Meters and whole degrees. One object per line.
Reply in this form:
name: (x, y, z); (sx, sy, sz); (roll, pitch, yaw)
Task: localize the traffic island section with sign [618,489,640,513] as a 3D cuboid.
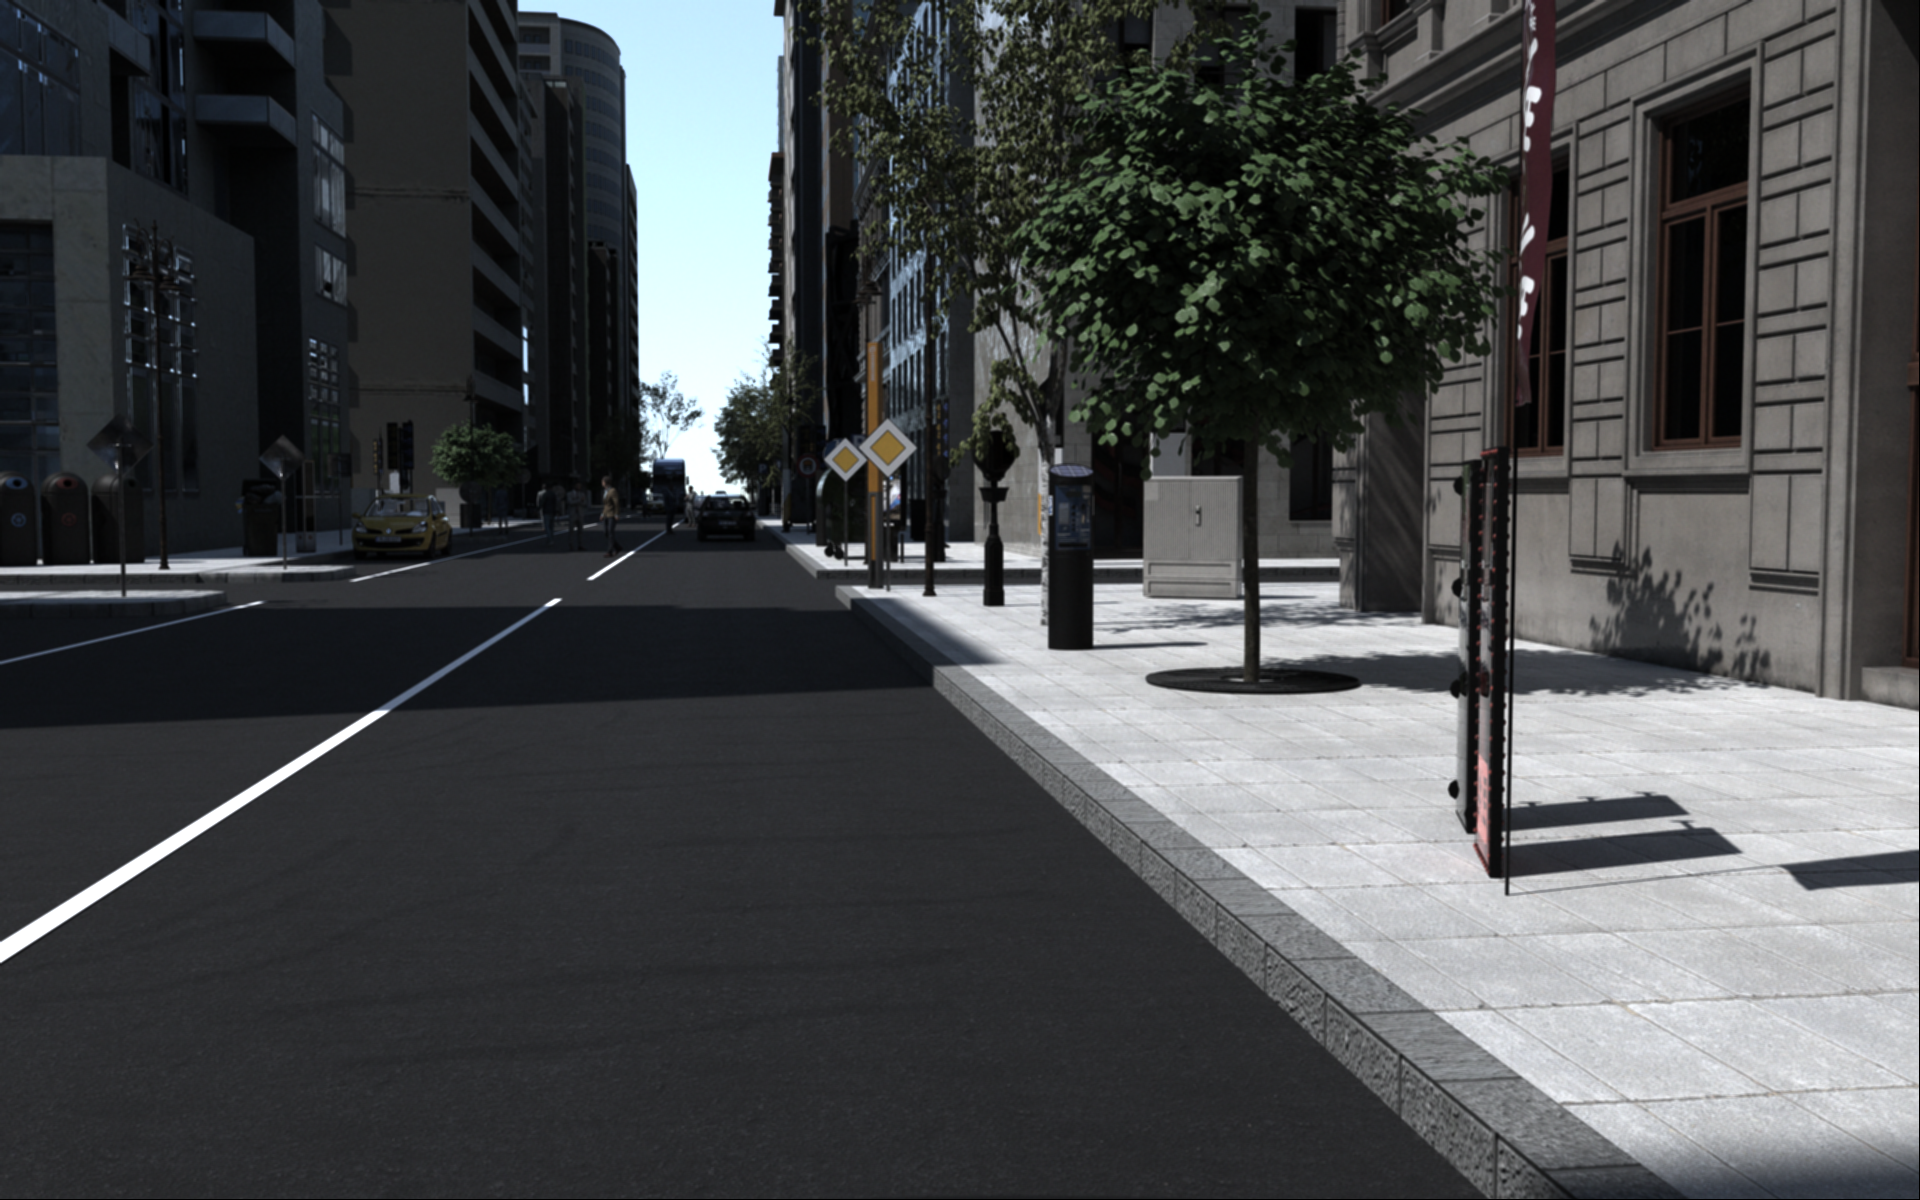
traffic island section with sign: (-24.959, -7.321, 128.325); (1.989, 1.847, 2.006); (0, 4, -8)

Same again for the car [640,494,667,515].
car: (-21.386, -6.795, 121.327); (2.015, 1.641, 3.980); (-1, 4, -9)

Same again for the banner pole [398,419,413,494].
banner pole: (-18.627, -4.177, 58.303); (0.863, 3.779, 0.401); (2, 4, 35)

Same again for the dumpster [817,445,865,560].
dumpster: (-2.059, -1.960, 34.546); (1.502, 2.255, 1.985); (0, 4, -8)

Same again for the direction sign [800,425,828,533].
direction sign: (-4.833, -3.978, 57.045); (0.876, 3.537, 0.379); (-1, 4, -16)

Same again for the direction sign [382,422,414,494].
direction sign: (-17.722, -3.848, 54.914); (0.876, 3.537, 0.379); (1, 4, 10)

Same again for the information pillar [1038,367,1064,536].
information pillar: (1.656, -2.439, 31.240); (0.504, 3.616, 0.183); (2, 4, 28)

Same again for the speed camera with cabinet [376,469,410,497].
speed camera with cabinet: (-24.360, -4.867, 73.917); (0.660, 3.252, 2.038); (1, 4, 22)

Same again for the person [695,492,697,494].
person: (-36.306, -13.974, 237.759); (1.217, 1.735, 0.721); (-2, 4, -35)

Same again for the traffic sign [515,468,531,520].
traffic sign: (-21.479, -5.201, 85.148); (0.768, 2.556, 0.104); (0, 4, -2)

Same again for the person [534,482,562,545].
person: (-11.496, -2.425, 48.493); (0.721, 1.781, 0.623); (2, 4, 29)

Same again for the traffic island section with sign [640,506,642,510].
traffic island section with sign: (-28.619, -8.973, 155.340); (1.989, 1.847, 2.006); (0, 4, -8)

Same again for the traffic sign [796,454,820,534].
traffic sign: (-4.817, -3.352, 54.903); (0.768, 2.556, 0.104); (0, 4, -2)

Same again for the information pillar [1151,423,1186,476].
information pillar: (2.833, -1.964, 23.474); (0.504, 3.616, 0.183); (-1, 4, -13)

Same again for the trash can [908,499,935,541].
trash can: (-1.054, -2.182, 47.328); (0.748, 1.137, 0.748); (0, 3, 0)

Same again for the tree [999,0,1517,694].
tree: (1.968, -1.714, 11.735); (4.285, 4.588, 4.351); (0, 3, 0)

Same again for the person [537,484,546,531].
person: (-16.250, -3.628, 67.917); (0.635, 1.810, 0.391); (-1, 4, -22)

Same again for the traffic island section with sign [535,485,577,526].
traffic island section with sign: (-18.204, -4.279, 78.582); (1.989, 1.847, 2.006); (0, 4, -8)

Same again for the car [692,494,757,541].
car: (-7.331, -2.709, 54.072); (2.009, 1.686, 4.222); (-1, 4, -10)

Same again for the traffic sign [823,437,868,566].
traffic sign: (-2.024, -1.654, 30.679); (0.795, 2.450, 0.064); (0, 4, -8)

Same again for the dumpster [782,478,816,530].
dumpster: (-5.622, -3.396, 61.289); (1.264, 1.857, 1.865); (0, 4, -8)

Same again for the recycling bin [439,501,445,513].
recycling bin: (-18.248, -2.884, 59.709); (0.722, 1.027, 0.722); (3, 5, 39)

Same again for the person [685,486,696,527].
person: (-11.865, -4.117, 75.990); (0.511, 1.800, 0.466); (2, 4, 31)

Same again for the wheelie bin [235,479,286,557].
wheelie bin: (-14.409, -1.703, 35.758); (0.980, 1.594, 0.693); (-2, 4, -31)

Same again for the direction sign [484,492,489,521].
direction sign: (-22.185, -5.457, 81.216); (0.379, 3.537, 0.876); (3, 5, 39)

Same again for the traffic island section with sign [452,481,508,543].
traffic island section with sign: (-14.472, -2.606, 51.240); (1.989, 1.847, 2.006); (0, 4, -8)

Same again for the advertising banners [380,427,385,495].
advertising banners: (-15.341, -3.045, 45.972); (0.090, 3.025, 2.074); (-1, 4, -17)

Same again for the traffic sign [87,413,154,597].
traffic sign: (-10.409, -1.093, 21.506); (0.795, 2.450, 0.064); (0, 4, -8)

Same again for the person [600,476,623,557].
person: (-8.012, -1.913, 39.681); (0.656, 1.842, 0.836); (1, 4, 20)

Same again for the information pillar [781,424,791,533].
information pillar: (-5.779, -4.056, 57.668); (0.183, 3.616, 0.504); (-2, 4, -31)

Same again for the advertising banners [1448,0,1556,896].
advertising banners: (1.839, -0.597, 5.950); (0.090, 3.025, 2.074); (1, 4, 11)

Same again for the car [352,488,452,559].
car: (-12.630, -1.778, 39.298); (2.015, 1.641, 3.980); (-1, 4, -8)

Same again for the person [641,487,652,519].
person: (-17.807, -5.480, 98.121); (0.620, 1.820, 0.660); (-1, 4, -22)

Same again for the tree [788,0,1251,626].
tree: (0.623, -4.059, 16.722); (4.737, 8.622, 4.395); (0, 3, 0)

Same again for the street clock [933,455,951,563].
street clock: (-0.404, -1.708, 32.489); (0.358, 2.002, 0.471); (2, 4, 35)

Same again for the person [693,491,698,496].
person: (-31.495, -12.026, 205.112); (1.348, 1.826, 0.705); (1, 4, 22)

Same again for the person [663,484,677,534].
person: (-10.481, -3.295, 62.555); (0.419, 1.800, 0.721); (1, 4, 21)

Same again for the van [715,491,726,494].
van: (-31.127, -13.375, 225.690); (2.013, 2.044, 4.112); (0, 4, -6)

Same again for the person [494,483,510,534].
person: (-16.358, -3.263, 61.875); (0.581, 1.822, 0.654); (-2, 4, -24)

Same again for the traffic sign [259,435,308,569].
traffic sign: (-11.484, -1.577, 29.418); (0.795, 2.450, 0.064); (0, 4, -8)

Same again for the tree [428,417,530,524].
tree: (-21.073, -5.745, 77.651); (4.285, 4.588, 4.351); (0, 3, 0)

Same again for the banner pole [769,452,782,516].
banner pole: (-10.800, -6.820, 101.519); (0.863, 3.779, 0.401); (-1, 4, -12)

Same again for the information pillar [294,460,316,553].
information pillar: (-14.344, -2.045, 37.934); (0.304, 2.012, 0.304); (2, 4, 31)

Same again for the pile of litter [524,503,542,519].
pile of litter: (-21.852, -4.595, 89.100); (1.176, 0.858, 1.719); (0, 4, -6)

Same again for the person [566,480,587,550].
person: (-9.769, -2.174, 44.219); (0.466, 1.800, 0.511); (3, 5, 42)

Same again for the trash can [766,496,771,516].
trash can: (-11.621, -5.594, 103.122); (0.748, 1.137, 0.748); (0, 3, 0)

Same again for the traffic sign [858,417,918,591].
traffic sign: (-0.948, -1.170, 22.766); (0.795, 2.450, 0.064); (0, 4, -8)

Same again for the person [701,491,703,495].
person: (-31.745, -12.506, 212.974); (0.705, 1.824, 1.348); (-1, 4, -9)

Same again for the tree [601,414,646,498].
tree: (-31.506, -12.867, 160.729); (4.737, 8.622, 4.395); (0, 3, 0)

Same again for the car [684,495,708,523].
car: (-12.865, -4.571, 87.092); (2.083, 1.381, 4.827); (0, 4, -6)

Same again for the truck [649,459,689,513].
truck: (-22.898, -9.023, 137.285); (2.967, 4.110, 18.799); (-1, 4, -8)

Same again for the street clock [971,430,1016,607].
street clock: (0.387, -0.932, 19.806); (0.471, 2.002, 0.358); (-1, 4, -20)

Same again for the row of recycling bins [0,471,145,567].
row of recycling bins: (-16.648, -1.476, 31.251); (3.534, 1.692, 1.069); (-3, 5, -45)

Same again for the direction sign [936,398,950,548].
direction sign: (-0.421, -3.019, 41.352); (0.379, 3.537, 0.876); (-1, 4, -19)

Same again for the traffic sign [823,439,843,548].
traffic sign: (-2.763, -2.433, 39.890); (0.768, 2.556, 0.104); (0, 4, -7)

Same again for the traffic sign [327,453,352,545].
traffic sign: (-15.498, -2.518, 43.304); (0.606, 2.300, 0.079); (0, 4, -3)

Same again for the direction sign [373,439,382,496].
direction sign: (-23.827, -4.831, 70.981); (0.379, 3.537, 0.876); (-3, 5, -41)
